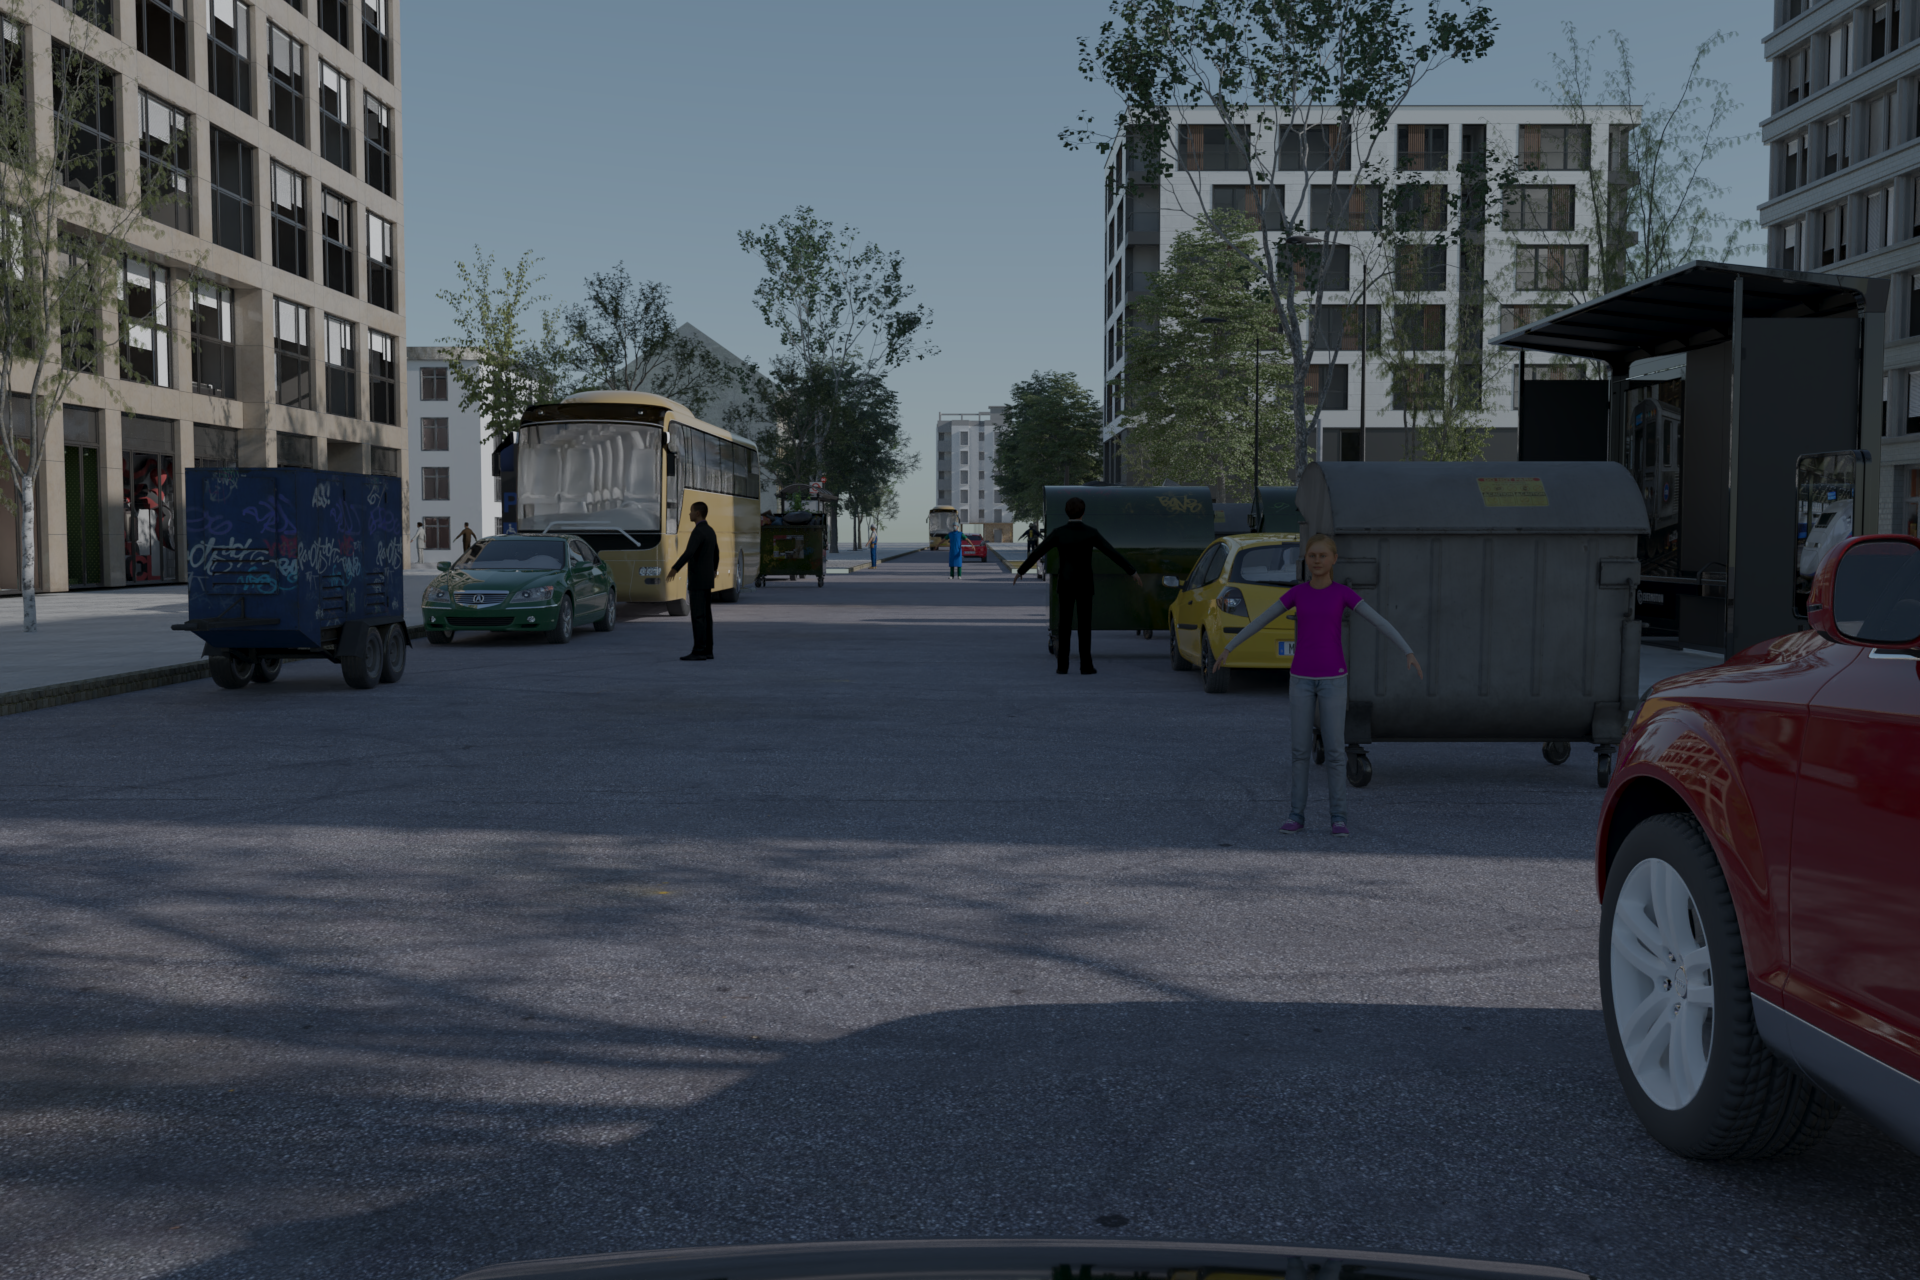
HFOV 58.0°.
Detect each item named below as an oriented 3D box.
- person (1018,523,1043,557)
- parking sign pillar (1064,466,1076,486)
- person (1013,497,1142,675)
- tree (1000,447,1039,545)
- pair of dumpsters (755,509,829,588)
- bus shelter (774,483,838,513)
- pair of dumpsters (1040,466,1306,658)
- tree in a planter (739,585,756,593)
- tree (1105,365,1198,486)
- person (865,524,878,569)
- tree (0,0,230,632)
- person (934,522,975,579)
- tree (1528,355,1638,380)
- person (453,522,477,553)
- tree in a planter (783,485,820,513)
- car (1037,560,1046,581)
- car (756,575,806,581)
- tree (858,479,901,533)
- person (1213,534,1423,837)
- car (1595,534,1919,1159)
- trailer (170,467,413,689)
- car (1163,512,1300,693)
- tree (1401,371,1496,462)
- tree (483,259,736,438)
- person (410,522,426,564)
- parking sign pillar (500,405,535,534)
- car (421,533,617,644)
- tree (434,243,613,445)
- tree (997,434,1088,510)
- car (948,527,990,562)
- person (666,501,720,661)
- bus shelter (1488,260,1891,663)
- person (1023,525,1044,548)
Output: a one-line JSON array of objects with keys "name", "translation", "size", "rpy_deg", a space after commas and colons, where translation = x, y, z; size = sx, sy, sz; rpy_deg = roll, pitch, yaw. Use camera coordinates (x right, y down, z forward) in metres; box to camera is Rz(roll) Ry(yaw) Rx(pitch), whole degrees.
[{"name": "person", "translation": [3.562, -4.955, 86.789], "size": [1.354, 1.856, 0.705], "rpy_deg": [0, 4, 3]}, {"name": "parking sign pillar", "translation": [4.384, -4.954, 69.472], "size": [1.447, 3.967, 1.447], "rpy_deg": [0, 4, 0]}, {"name": "person", "translation": [1.186, -0.556, 17.736], "size": [1.347, 1.806, 0.705], "rpy_deg": [1, 4, 14]}, {"name": "tree", "translation": [7.263, -14.254, 158.810], "size": [9.928, 11.665, 9.643], "rpy_deg": [0, 3, 0]}, {"name": "pair of dumpsters", "translation": [-5.776, -2.550, 46.636], "size": [4.436, 2.255, 1.574], "rpy_deg": [0, 3, 0]}, {"name": "bus shelter", "translation": [-6.324, -4.766, 71.841], "size": [2.014, 3.302, 5.546], "rpy_deg": [0, 4, 2]}, {"name": "pair of dumpsters", "translation": [3.145, -0.931, 20.168], "size": [4.436, 2.255, 1.574], "rpy_deg": [0, 4, 1]}, {"name": "tree in a planter", "translation": [-6.116, -2.797, 42.952], "size": [1.991, 3.239, 1.994], "rpy_deg": [0, 4, 0]}, {"name": "tree", "translation": [8.285, -7.604, 74.686], "size": [4.360, 8.622, 3.978], "rpy_deg": [0, 3, 0]}, {"name": "person", "translation": [-3.607, -3.864, 71.492], "size": [0.705, 1.847, 1.347], "rpy_deg": [1, 4, 14]}, {"name": "tree", "translation": [-12.339, -4.401, 22.314], "size": [4.360, 8.622, 3.978], "rpy_deg": [0, 3, 0]}, {"name": "person", "translation": [-0.151, -2.850, 55.185], "size": [1.347, 1.817, 0.704], "rpy_deg": [1, 4, 15]}, {"name": "tree", "translation": [22.692, -6.991, 64.673], "size": [4.360, 8.622, 3.978], "rpy_deg": [0, 3, 0]}, {"name": "person", "translation": [-21.800, -4.302, 76.477], "size": [0.704, 1.812, 1.346], "rpy_deg": [2, 4, 33]}, {"name": "tree in a planter", "translation": [-5.931, -4.043, 63.323], "size": [1.991, 3.239, 1.994], "rpy_deg": [0, 4, 1]}, {"name": "car", "translation": [3.421, -2.565, 54.302], "size": [2.083, 1.381, 4.827], "rpy_deg": [0, 4, -1]}, {"name": "car", "translation": [-5.825, -2.698, 54.342], "size": [2.015, 1.641, 3.980], "rpy_deg": [0, 4, 1]}, {"name": "tree", "translation": [-12.301, -19.976, 261.014], "size": [7.601, 10.594, 8.767], "rpy_deg": [0, 4, 6]}, {"name": "person", "translation": [1.696, 0.213, 8.243], "size": [0.991, 1.433, 0.599], "rpy_deg": [1, 4, 22]}, {"name": "car", "translation": [2.642, 0.384, 2.388], "size": [2.281, 1.827, 5.304], "rpy_deg": [0, 4, -1]}, {"name": "trailer", "translation": [-6.142, -0.523, 15.597], "size": [1.471, 1.999, 3.904], "rpy_deg": [0, 4, 1]}, {"name": "car", "translation": [3.056, -0.414, 16.997], "size": [2.015, 1.641, 3.980], "rpy_deg": [0, 4, 1]}, {"name": "tree", "translation": [21.807, -7.735, 76.823], "size": [4.737, 8.622, 4.395], "rpy_deg": [0, 3, 0]}, {"name": "tree", "translation": [-12.127, -7.659, 59.630], "size": [8.767, 10.594, 7.601], "rpy_deg": [-1, 4, -14]}, {"name": "person", "translation": [-23.559, -4.238, 75.471], "size": [0.705, 1.806, 1.347], "rpy_deg": [0, 4, 7]}, {"name": "parking sign pillar", "translation": [-9.042, -2.878, 35.526], "size": [1.447, 3.967, 1.447], "rpy_deg": [0, 4, 0]}, {"name": "car", "translation": [-6.031, -0.754, 24.128], "size": [2.131, 1.459, 4.920], "rpy_deg": [0, 4, 0]}, {"name": "tree", "translation": [-11.423, -5.765, 44.623], "size": [4.737, 8.622, 4.395], "rpy_deg": [0, 3, 0]}, {"name": "tree", "translation": [7.157, -12.747, 142.829], "size": [8.767, 10.594, 7.601], "rpy_deg": [0, 4, 5]}, {"name": "car", "translation": [0.462, -4.884, 88.890], "size": [2.155, 1.783, 4.494], "rpy_deg": [0, 4, -1]}, {"name": "person", "translation": [-2.981, -0.675, 19.720], "size": [0.704, 1.802, 1.346], "rpy_deg": [1, 4, 13]}, {"name": "bus shelter", "translation": [7.202, -1.632, 17.968], "size": [1.731, 3.624, 6.357], "rpy_deg": [0, 4, 1]}, {"name": "person", "translation": [4.262, -5.662, 98.703], "size": [1.348, 1.813, 0.705], "rpy_deg": [-1, 4, -9]}]
